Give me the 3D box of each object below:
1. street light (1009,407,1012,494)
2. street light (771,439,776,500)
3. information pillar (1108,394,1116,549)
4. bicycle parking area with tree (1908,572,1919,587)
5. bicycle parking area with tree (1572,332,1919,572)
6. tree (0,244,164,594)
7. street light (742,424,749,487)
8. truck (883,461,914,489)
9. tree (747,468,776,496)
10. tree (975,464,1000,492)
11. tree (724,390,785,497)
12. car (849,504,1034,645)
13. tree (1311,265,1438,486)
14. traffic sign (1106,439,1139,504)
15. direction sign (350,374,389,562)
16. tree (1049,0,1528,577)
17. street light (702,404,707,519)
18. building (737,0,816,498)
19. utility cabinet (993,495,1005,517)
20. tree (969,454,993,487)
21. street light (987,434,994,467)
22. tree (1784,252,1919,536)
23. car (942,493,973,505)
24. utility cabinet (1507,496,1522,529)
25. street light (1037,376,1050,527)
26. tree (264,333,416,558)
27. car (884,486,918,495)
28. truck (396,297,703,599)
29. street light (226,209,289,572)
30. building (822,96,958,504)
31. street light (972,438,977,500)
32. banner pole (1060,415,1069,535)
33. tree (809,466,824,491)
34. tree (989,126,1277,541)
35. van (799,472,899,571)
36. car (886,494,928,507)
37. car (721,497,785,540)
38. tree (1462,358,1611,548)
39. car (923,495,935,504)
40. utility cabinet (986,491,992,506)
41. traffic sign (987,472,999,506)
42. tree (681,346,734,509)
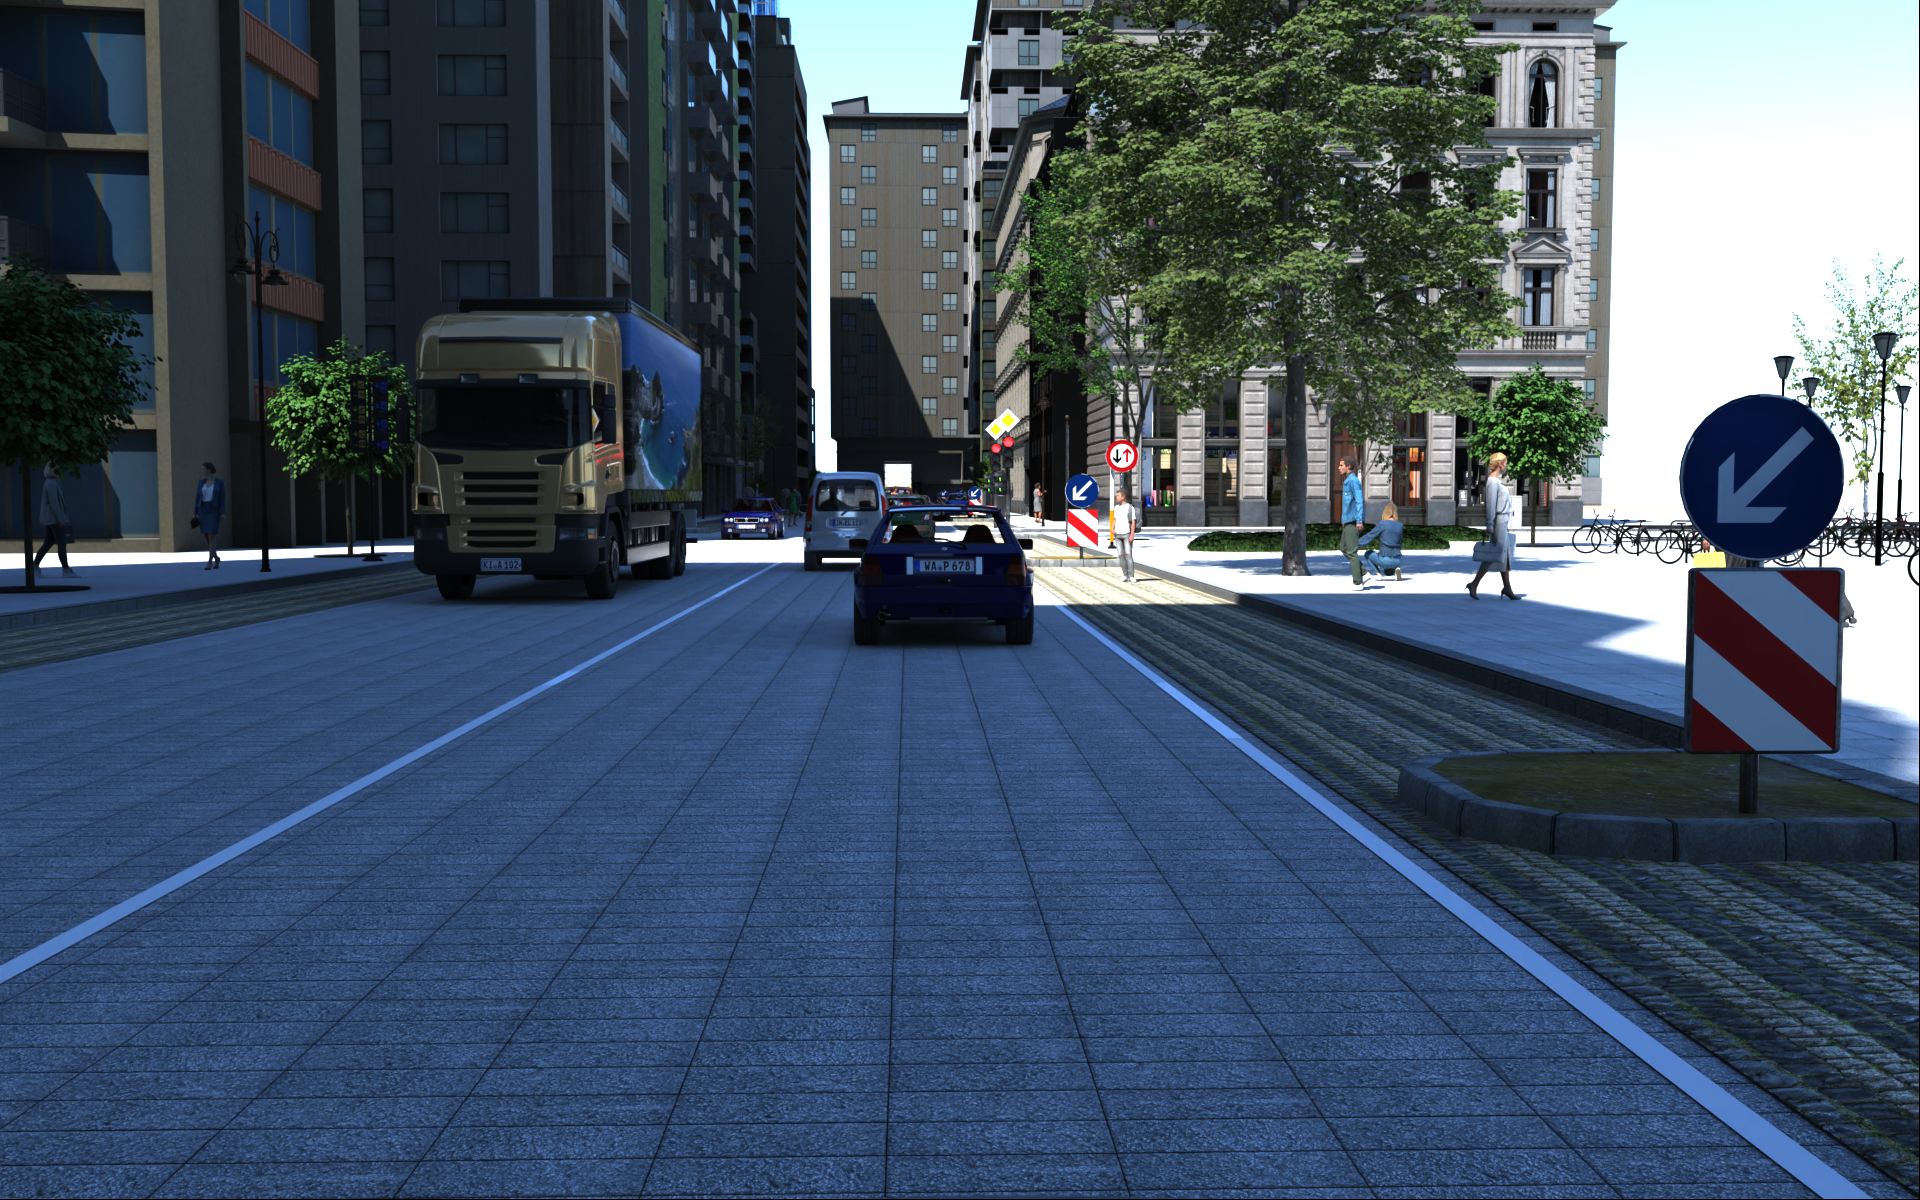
[{"bbox_3d":[2.611,-7.289,91.967,0.468,5.910,1.993,0,4,-2],"label":"street light"},{"bbox_3d":[-14.620,-10.000,136.285,0.468,5.910,1.993,0,4,-2],"label":"street light"},{"bbox_3d":[3.586,-3.018,40.697,0.183,3.616,0.504,1,4,9],"label":"information pillar"},{"bbox_3d":[16.871,-2.133,21.873,8.231,4.147,9.016,-2,4,-27],"label":"bicycle parking area with tree"},{"bbox_3d":[16.596,-2.843,33.481,9.016,4.147,8.231,1,4,20],"label":"bicycle parking area with tree"},{"bbox_3d":[-12.278,-2.398,22.916,4.285,4.588,4.351,0,3,0],"label":"tree"},{"bbox_3d":[-13.900,-8.531,112.270,0.468,5.910,1.993,0,4,-2],"label":"street light"},{"bbox_3d":[-5.438,-10.006,152.505,2.839,4.237,11.283,0,4,-2],"label":"truck"},{"bbox_3d":[-14.951,-8.345,131.045,1.663,3.219,1.824,0,3,0],"label":"tree"},{"bbox_3d":[1.818,-7.177,111.940,1.663,3.219,1.824,0,3,0],"label":"tree"},{"bbox_3d":[-14.502,-10.482,121.739,4.737,8.622,4.395,0,3,0],"label":"tree"},{"bbox_3d":[-0.188,-0.321,17.828,1.945,1.354,3.894,0,4,-1],"label":"car"},{"bbox_3d":[12.807,-6.372,54.542,4.360,8.622,3.978,0,3,0],"label":"tree"},{"bbox_3d":[3.767,-2.459,40.305,0.768,2.556,0.104,0,4,3],"label":"traffic sign"},{"bbox_3d":[-11.228,-2.508,33.008,0.379,3.537,0.876,2,4,30],"label":"direction sign"},{"bbox_3d":[4.848,-6.655,26.931,7.486,12.596,7.792,0,3,0],"label":"tree"},{"bbox_3d":[-13.186,-7.094,88.767,0.468,5.910,1.993,0,4,-2],"label":"street light"},{"bbox_3d":[-35.318,-56.284,232.909,31.000,86.520,22.319,0,4,-2],"label":"building"},{"bbox_3d":[2.168,-5.138,95.166,0.306,1.237,1.020,2,4,26],"label":"utility cabinet"},{"bbox_3d":[2.358,-9.721,142.658,4.285,4.588,4.351,0,3,0],"label":"tree"},{"bbox_3d":[2.006,-8.723,115.407,0.468,5.910,1.993,0,4,-2],"label":"street light"},{"bbox_3d":[27.191,-6.234,52.294,4.737,8.622,4.395,0,3,0],"label":"tree"},{"bbox_3d":[-0.125,-5.905,106.140,1.945,1.707,3.694,0,4,-1],"label":"car"},{"bbox_3d":[20.415,-3.268,64.600,1.020,1.237,0.306,0,4,6],"label":"utility cabinet"},{"bbox_3d":[3.279,-5.832,68.135,0.468,5.910,1.993,0,4,-2],"label":"street light"},{"bbox_3d":[-12.577,-3.173,35.599,4.285,4.588,4.351,0,3,0],"label":"tree"},{"bbox_3d":[-3.207,-4.849,87.949,2.281,1.827,5.304,0,4,-3],"label":"car"},{"bbox_3d":[-5.954,-2.328,26.974,2.839,4.237,11.283,0,4,-1],"label":"truck"},{"bbox_3d":[-11.472,-3.404,28.438,0.468,5.910,1.993,0,4,-2],"label":"street light"},{"bbox_3d":[-4.326,-39.688,238.129,27.495,52.752,28.713,0,4,-2],"label":"building"},{"bbox_3d":[1.211,-10.203,139.610,0.468,5.910,1.993,0,4,-2],"label":"street light"},{"bbox_3d":[3.428,-3.987,55.202,0.401,3.779,0.863,1,4,9],"label":"banner pole"},{"bbox_3d":[-16.624,-13.129,198.374,4.285,4.588,4.351,0,3,0],"label":"tree"},{"bbox_3d":[4.831,-7.475,47.975,9.928,11.665,9.643,0,3,0],"label":"tree"},{"bbox_3d":[-2.161,-1.637,33.772,2.013,2.044,4.112,0,4,-3],"label":"van"},{"bbox_3d":[-1.529,-2.252,46.603,2.009,1.686,4.222,0,4,-1],"label":"car"},{"bbox_3d":[-6.609,-2.619,55.400,1.945,1.354,3.894,0,4,0],"label":"car"},{"bbox_3d":[13.959,-3.560,41.915,4.285,4.588,4.351,0,3,0],"label":"tree"},{"bbox_3d":[-2.469,-5.415,100.898,2.083,1.381,4.827,0,4,-2],"label":"car"},{"bbox_3d":[1.827,-5.935,105.715,0.318,1.500,1.173,1,4,13],"label":"utility cabinet"},{"bbox_3d":[1.937,-6.222,101.835,0.768,2.556,0.104,0,4,2],"label":"traffic sign"},{"bbox_3d":[-13.310,-8.174,84.001,4.360,8.622,3.978,0,3,0],"label":"tree"}]
